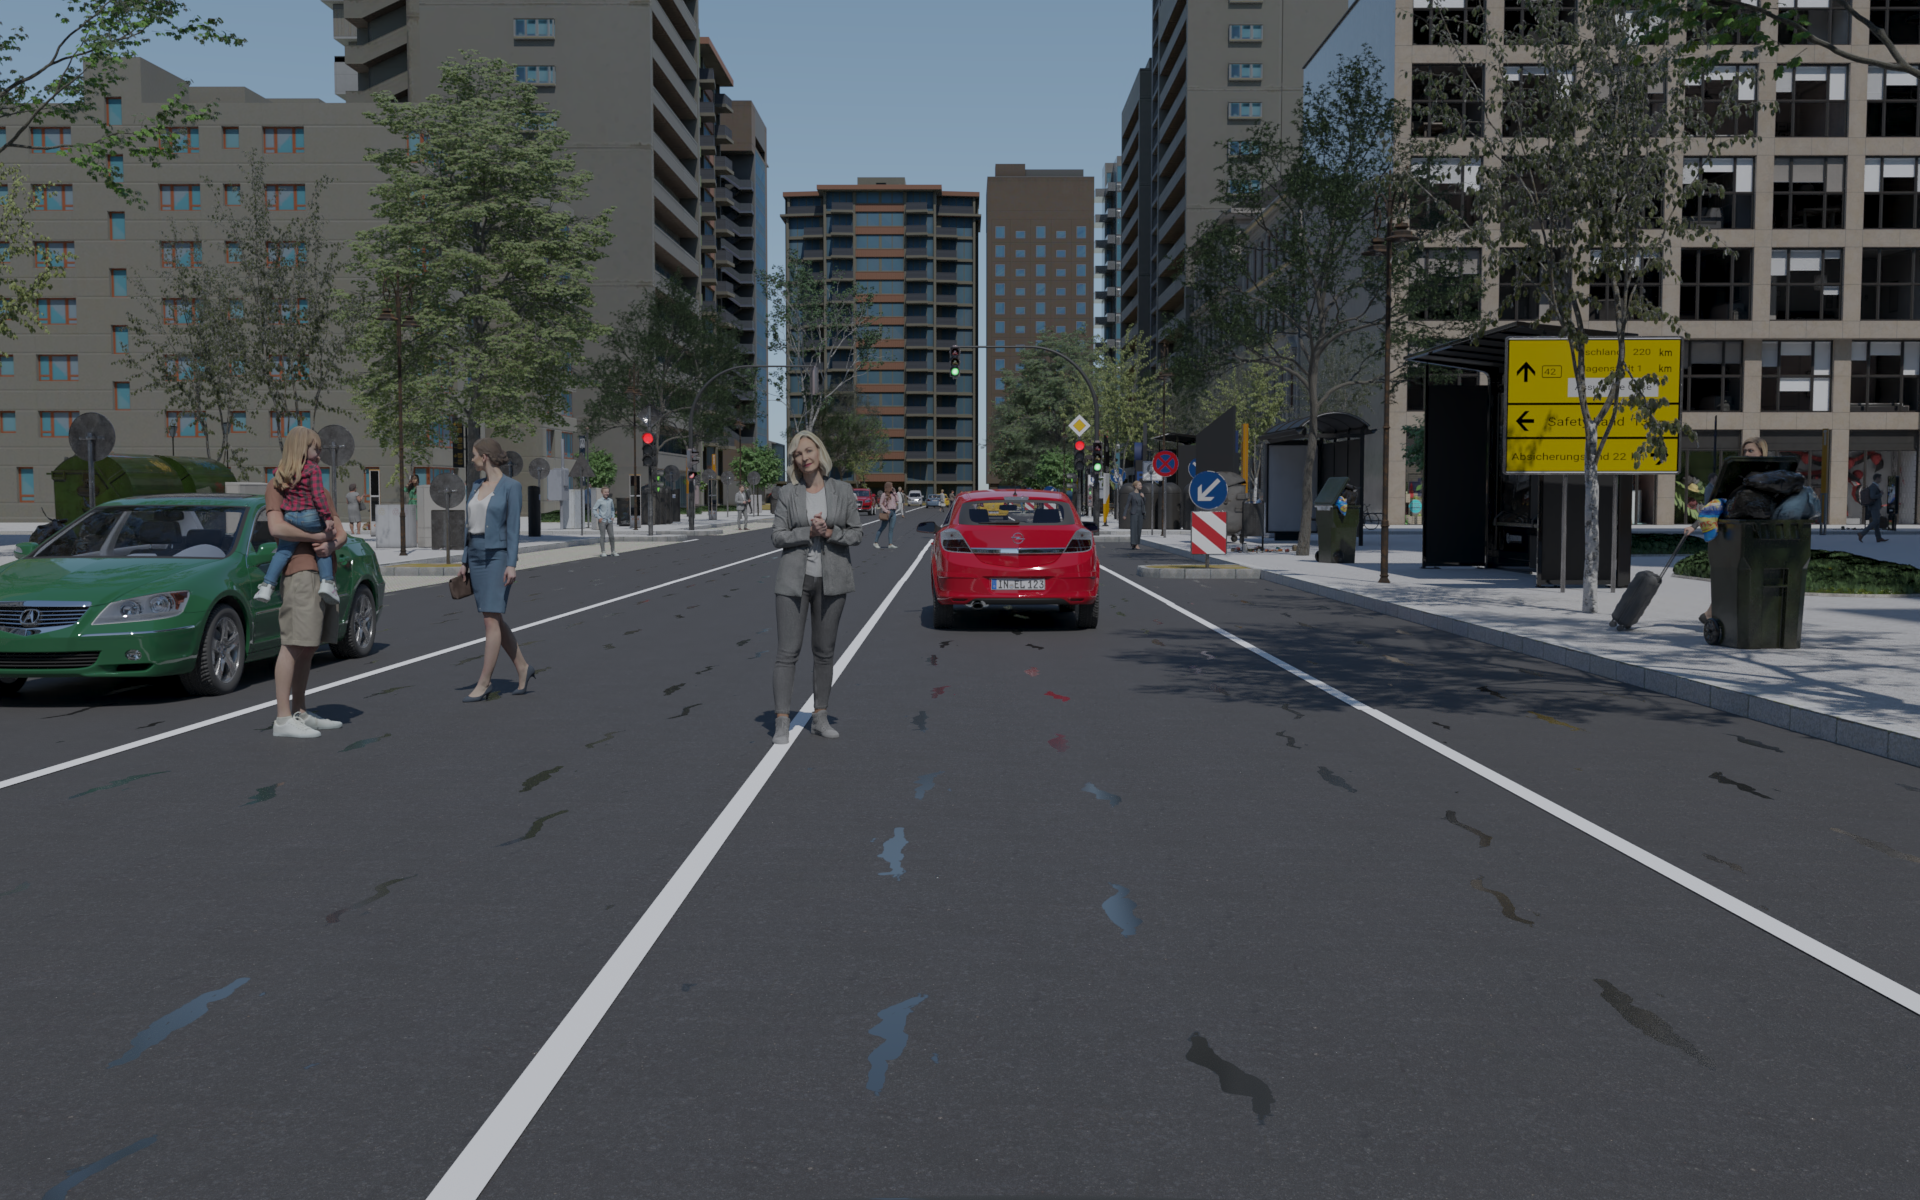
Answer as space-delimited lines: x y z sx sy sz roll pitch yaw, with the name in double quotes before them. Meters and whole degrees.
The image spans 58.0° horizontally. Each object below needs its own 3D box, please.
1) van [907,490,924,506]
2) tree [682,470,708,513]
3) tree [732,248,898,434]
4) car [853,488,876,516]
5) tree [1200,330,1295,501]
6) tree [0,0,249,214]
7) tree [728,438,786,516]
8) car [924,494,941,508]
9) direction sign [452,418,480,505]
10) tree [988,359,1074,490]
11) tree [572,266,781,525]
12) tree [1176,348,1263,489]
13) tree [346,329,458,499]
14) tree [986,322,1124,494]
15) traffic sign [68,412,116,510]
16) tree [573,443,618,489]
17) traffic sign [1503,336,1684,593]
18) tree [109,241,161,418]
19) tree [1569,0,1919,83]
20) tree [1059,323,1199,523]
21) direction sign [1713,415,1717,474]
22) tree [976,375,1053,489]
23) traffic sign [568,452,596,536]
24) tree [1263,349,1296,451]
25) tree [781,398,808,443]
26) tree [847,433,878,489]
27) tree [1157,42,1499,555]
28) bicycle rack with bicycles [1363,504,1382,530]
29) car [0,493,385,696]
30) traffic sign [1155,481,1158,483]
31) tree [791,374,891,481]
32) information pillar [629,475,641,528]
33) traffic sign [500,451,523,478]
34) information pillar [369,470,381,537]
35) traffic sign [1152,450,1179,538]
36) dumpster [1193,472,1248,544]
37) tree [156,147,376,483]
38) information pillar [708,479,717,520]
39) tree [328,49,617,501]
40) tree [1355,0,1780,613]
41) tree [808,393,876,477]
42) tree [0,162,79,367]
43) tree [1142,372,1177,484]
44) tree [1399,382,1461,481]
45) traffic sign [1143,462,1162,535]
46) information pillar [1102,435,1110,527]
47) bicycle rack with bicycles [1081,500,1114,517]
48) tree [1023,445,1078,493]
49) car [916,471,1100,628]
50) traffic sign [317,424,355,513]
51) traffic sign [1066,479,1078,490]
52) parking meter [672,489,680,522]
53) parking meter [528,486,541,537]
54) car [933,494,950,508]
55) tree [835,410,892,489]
"van" -5.222 -11.891 201.427 2.013 2.044 4.112 0 4 0
"tree" -18.139 -7.632 119.390 1.663 3.219 1.824 0 3 0
"tree" -11.128 -16.895 132.125 12.611 20.169 13.585 0 3 0
"car" -6.793 -6.600 116.580 2.281 1.827 5.304 0 4 1
"tree" 13.117 -7.786 77.661 4.737 8.622 4.395 0 3 0
"tree" -12.198 -5.731 19.462 9.928 11.665 9.643 0 3 0
"tree" -11.784 -7.160 100.787 4.285 4.588 4.351 0 3 0
"car" -2.589 -9.963 174.904 2.014 1.417 4.499 0 4 -2
"direction sign" -14.602 -3.628 51.308 0.876 3.537 0.379 1 4 11
"tree" 7.056 -13.943 144.978 9.611 12.733 9.660 0 3 0
"tree" -12.302 -8.324 70.510 7.601 10.594 8.767 1 4 9
"tree" 14.419 -8.635 91.543 4.360 8.622 3.978 0 3 0
"tree" -23.159 -7.445 72.086 4.737 8.622 4.395 0 3 0
"tree" 7.470 -13.531 127.887 9.857 13.997 8.962 0 3 0
"traffic sign" -13.503 -1.642 26.945 0.768 2.556 0.104 0 4 5
"tree" -23.628 -7.844 111.962 4.285 4.588 4.351 0 3 0
"traffic sign" 8.166 -1.746 22.416 2.265 3.308 0.079 0 4 2
"tree" -19.880 -5.833 45.737 4.360 8.622 3.978 0 3 0
"tree" 6.164 -5.090 8.984 9.928 11.665 9.643 0 3 0
"tree" 7.158 -7.676 75.860 4.737 8.622 4.395 0 3 0
"direction sign" 21.836 -3.556 50.136 0.379 3.537 0.876 1 4 22
"tree" 6.872 -16.453 179.376 12.009 13.543 11.850 0 3 0
"traffic sign" -11.674 -3.268 53.438 0.884 2.594 0.081 0 4 8
"tree" 14.817 -7.216 68.350 4.360 8.622 3.978 0 3 0
"tree" -12.626 -8.900 79.925 8.767 10.594 7.601 1 4 16
"tree" -11.836 -15.496 203.728 4.737 8.622 4.395 0 3 0
"tree" 7.473 -6.194 35.691 7.601 10.594 8.767 1 4 15
"bicycle rack with bicycles" 13.889 -2.991 62.282 2.925 0.926 2.852 -1 4 -18
"car" -6.128 -0.123 13.817 2.131 1.459 4.920 0 4 0
"traffic sign" 9.473 -5.010 82.027 0.768 2.556 0.104 0 4 7
"tree" -12.080 -16.315 177.115 12.009 13.543 11.850 0 3 0
"information pillar" -12.264 -3.727 65.422 0.304 2.012 0.304 2 4 34
"traffic sign" -13.251 -3.118 51.089 0.768 2.556 0.104 1 4 10
"information pillar" -17.608 -2.915 52.150 0.304 2.012 0.304 -1 4 -17
"traffic sign" 6.005 -3.095 50.715 0.768 2.556 0.104 0 4 3
"dumpster" 6.808 -2.420 45.320 1.264 1.857 1.865 0 4 0
"tree" -14.403 -5.299 37.003 4.360 8.622 3.978 0 3 0
"information pillar" -12.214 -4.960 85.583 0.304 2.012 0.304 -3 4 -36
"tree" -12.257 -7.744 44.735 7.486 12.596 7.792 0 3 0
"tree" 6.606 -4.157 18.331 4.360 8.622 3.978 0 3 0
"tree" -11.793 -13.512 155.331 8.767 10.594 7.601 -1 4 -12
"tree" -19.629 -5.105 33.836 4.737 8.622 4.395 0 3 0
"tree" 13.006 -9.346 103.168 4.360 8.622 3.978 0 3 0
"tree" 14.738 -4.115 50.989 4.285 4.588 4.351 0 3 0
"traffic sign" 5.990 -3.168 53.922 0.606 2.300 0.079 0 4 1
"information pillar" 5.790 -4.721 68.546 0.183 3.616 0.504 2 4 24
"bicycle rack with bicycles" 8.176 -5.240 99.057 2.925 0.926 2.852 -1 4 -14
"tree" 6.558 -8.147 116.920 4.285 4.588 4.351 0 3 0
"car" 0.570 -0.667 19.952 2.155 1.783 4.494 0 4 -1
"traffic sign" -11.464 -1.934 31.733 0.768 2.556 0.104 0 4 4
"traffic sign" 9.391 -8.687 135.904 2.265 3.308 0.079 0 4 1
"parking meter" -13.085 -4.370 79.857 0.372 1.533 0.369 0 3 0
"parking meter" -12.808 -2.672 52.103 0.372 1.533 0.369 0 3 0
"car" -2.013 -10.649 184.337 2.015 1.641 3.980 0 4 -1
"tree" -11.862 -17.533 212.426 9.928 11.665 9.643 0 3 0
